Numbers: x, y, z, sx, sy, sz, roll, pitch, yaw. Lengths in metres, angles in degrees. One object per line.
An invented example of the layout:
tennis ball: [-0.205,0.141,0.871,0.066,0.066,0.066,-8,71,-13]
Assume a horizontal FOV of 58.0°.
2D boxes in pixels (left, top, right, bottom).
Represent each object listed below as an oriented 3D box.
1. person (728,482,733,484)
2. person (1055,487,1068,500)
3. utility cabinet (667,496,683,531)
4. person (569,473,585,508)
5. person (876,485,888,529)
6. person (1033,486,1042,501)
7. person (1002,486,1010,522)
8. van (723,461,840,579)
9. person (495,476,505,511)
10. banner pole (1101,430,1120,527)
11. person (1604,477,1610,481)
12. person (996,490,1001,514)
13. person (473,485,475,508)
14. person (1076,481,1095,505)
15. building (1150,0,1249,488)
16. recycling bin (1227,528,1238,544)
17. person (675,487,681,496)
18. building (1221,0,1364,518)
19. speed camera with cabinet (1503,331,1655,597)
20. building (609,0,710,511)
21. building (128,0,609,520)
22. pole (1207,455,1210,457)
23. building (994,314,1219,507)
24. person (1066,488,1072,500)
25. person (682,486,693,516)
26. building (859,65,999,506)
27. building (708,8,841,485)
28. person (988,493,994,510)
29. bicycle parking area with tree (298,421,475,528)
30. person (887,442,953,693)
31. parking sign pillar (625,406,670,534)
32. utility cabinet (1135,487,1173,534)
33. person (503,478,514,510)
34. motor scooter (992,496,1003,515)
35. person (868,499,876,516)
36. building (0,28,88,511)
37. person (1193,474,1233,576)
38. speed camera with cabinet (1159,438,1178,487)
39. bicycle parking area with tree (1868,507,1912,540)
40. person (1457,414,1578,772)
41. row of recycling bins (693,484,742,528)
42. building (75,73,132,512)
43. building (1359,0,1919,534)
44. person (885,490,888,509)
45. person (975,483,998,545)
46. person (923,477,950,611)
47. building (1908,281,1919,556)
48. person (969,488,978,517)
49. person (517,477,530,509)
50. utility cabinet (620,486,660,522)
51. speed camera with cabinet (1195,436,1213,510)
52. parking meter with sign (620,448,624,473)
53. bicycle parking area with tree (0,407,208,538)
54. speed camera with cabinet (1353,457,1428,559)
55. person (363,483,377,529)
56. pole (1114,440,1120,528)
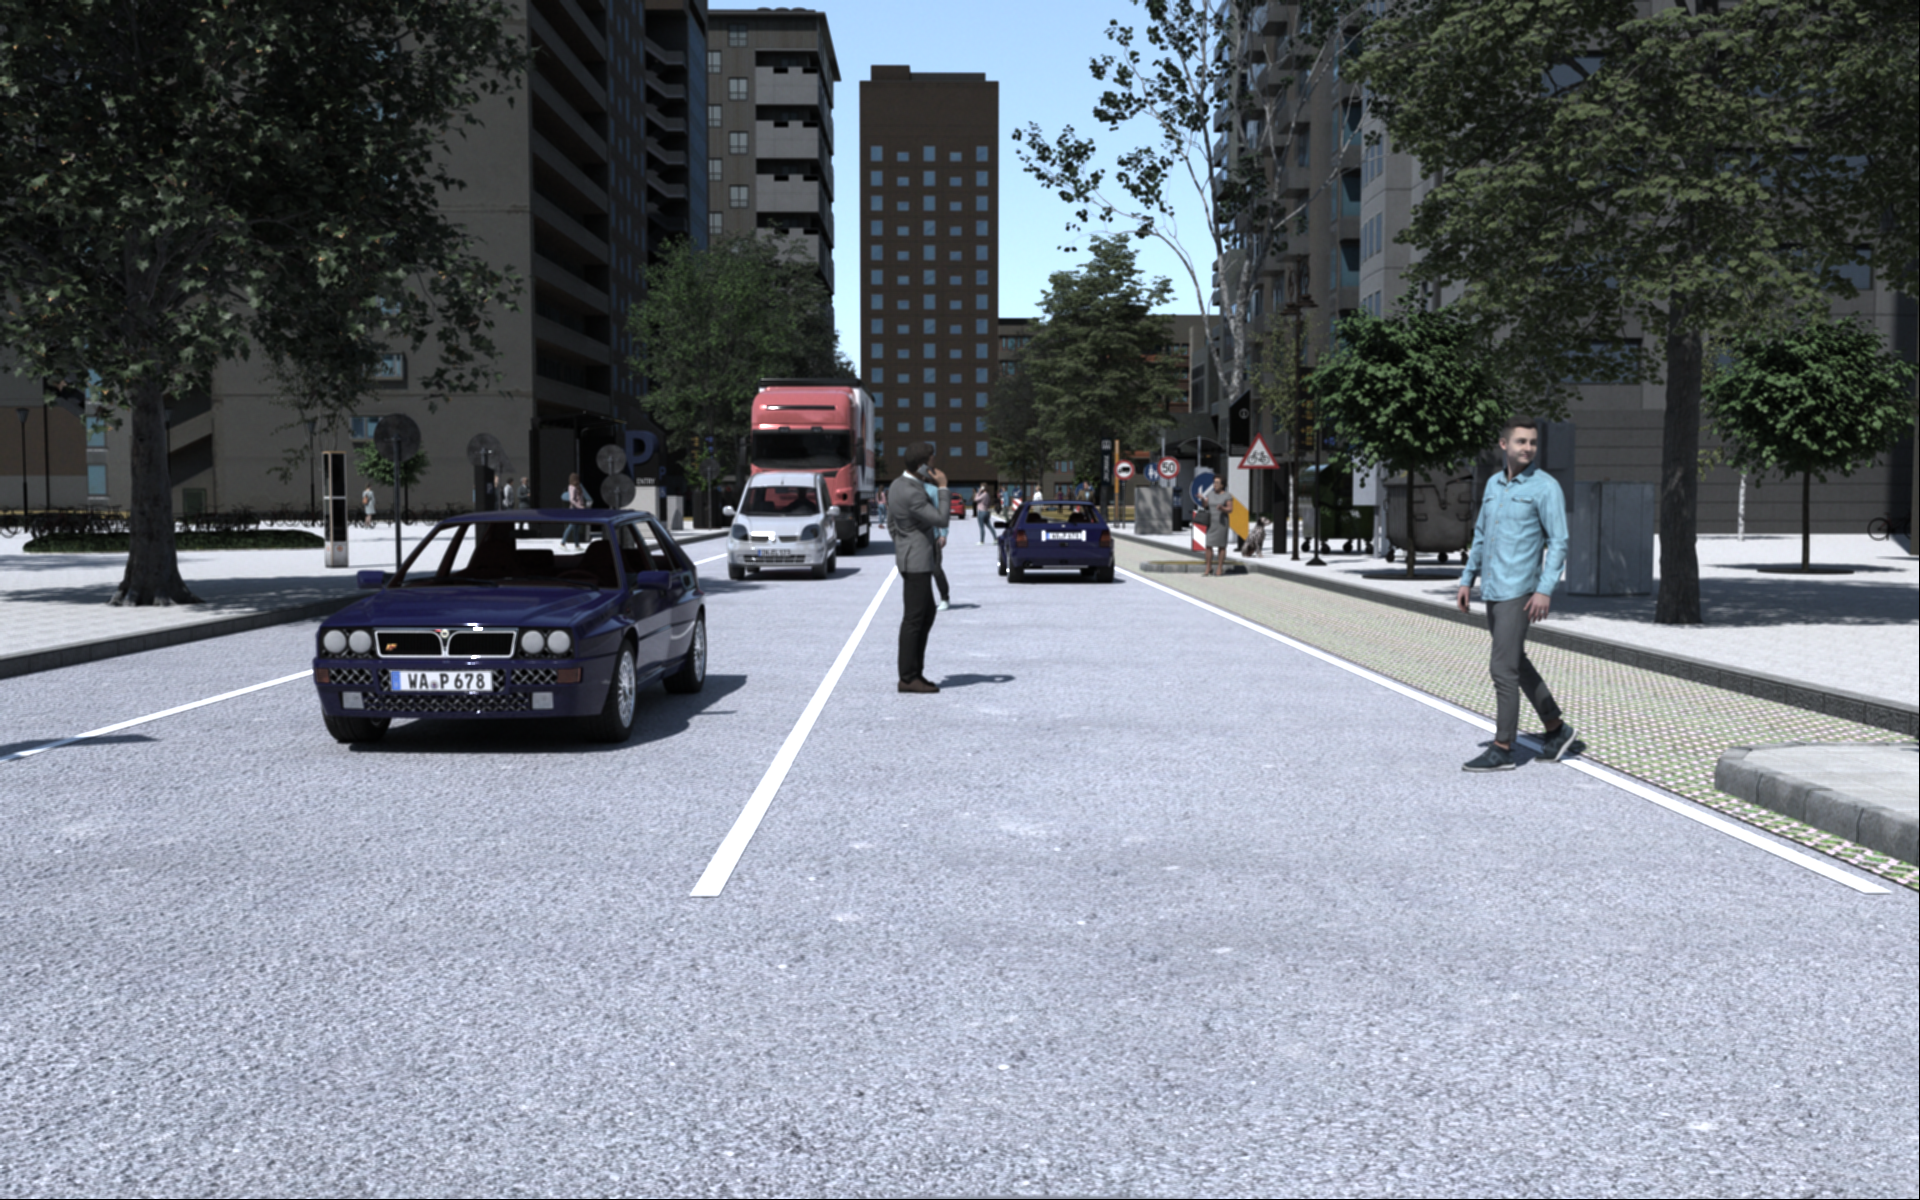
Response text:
person: [-9.746,-4.099,73.414,0.721,1.781,0.623,1,4,12]
person: [6.663,-6.552,113.849,1.217,1.739,0.721,-3,5,-45]
utility cabinet: [-10.167,-3.060,61.186,0.306,1.237,1.020,-3,5,-43]
person: [-8.729,-1.979,38.997,0.643,1.750,0.593,-1,4,-16]
person: [-3.227,-3.887,72.065,0.555,1.821,0.388,2,4,30]
person: [3.412,-4.048,74.906,0.641,1.798,0.478,-2,4,-24]
person: [2.010,-3.979,73.894,0.444,1.785,0.601,1,4,18]
van: [-3.083,-1.431,30.412,2.013,2.044,4.112,0,4,-1]
person: [-12.407,-2.427,46.142,0.534,1.772,0.576,3,4,38]
banner pole: [5.818,-4.720,67.196,0.863,3.779,0.401,-2,4,-24]
person: [20.321,-2.962,54.591,0.709,1.813,0.853,1,4,22]
person: [2.923,-7.179,126.602,0.721,1.743,1.217,0,4,4]
person: [-22.426,-4.536,80.550,0.444,1.785,0.601,2,4,34]
person: [3.755,-2.694,52.459,0.836,1.842,0.656,3,5,41]
building: [27.519,-49.989,129.992,22.319,86.520,31.000,0,4,-1]
recycling bin: [6.875,-1.989,45.078,0.722,1.027,0.722,2,4,27]
person: [-17.297,-6.128,106.950,0.721,1.743,1.217,-1,4,-20]
building: [28.430,-29.367,99.757,23.786,49.044,30.456,0,4,-1]
speed camera with cabinet: [7.738,-1.669,21.622,2.038,3.252,0.660,-2,4,-26]
building: [-28.188,-29.938,139.594,14.200,45.320,14.600,0,4,-1]
building: [-31.580,-28.738,93.567,21.300,48.544,21.600,0,4,-1]
pole: [9.760,-4.552,68.276,0.158,3.312,0.155,0,3,0]
building: [18.261,-21.184,191.397,28.899,21.520,27.650,0,4,-1]
person: [8.534,-7.929,136.214,0.750,1.759,0.617,2,4,26]
person: [-15.967,-5.808,101.725,1.217,1.743,0.721,1,4,12]
building: [-3.221,-32.688,184.559,14.200,45.320,14.600,0,4,-1]
building: [-25.355,-36.771,190.440,27.495,52.752,28.713,0,4,-1]
person: [2.474,-9.171,158.586,1.348,1.807,0.705,2,4,24]
bicycle parking area with tree: [-24.074,-5.066,69.826,9.016,4.147,8.231,3,4,38]
person: [-0.294,-0.236,12.536,0.473,1.802,0.592,0,4,-2]
parking sign pillar: [-9.620,-3.947,52.998,1.447,3.967,1.447,2,4,28]
utility cabinet: [6.162,-2.842,55.143,1.173,1.500,0.318,-1,4,-14]
person: [-15.480,-3.254,59.096,0.795,1.843,0.661,0,4,-7]
motor scooter: [2.652,-6.586,120.457,0.815,1.314,1.986,0,4,0]
person: [-5.618,-6.238,111.435,0.436,1.711,0.756,-2,4,-30]
building: [-73.038,-29.913,139.189,14.200,45.320,14.600,0,4,-1]
person: [4.344,-1.292,29.989,0.716,1.782,0.532,2,4,33]
speed camera with cabinet: [7.294,-4.045,60.478,0.660,3.252,2.038,0,4,6]
bicycle parking area with tree: [29.476,-3.549,45.022,9.016,4.147,8.231,0,4,4]
person: [2.961,-0.041,9.030,0.748,1.841,0.638,-1,4,-11]
row of recycling bins: [-9.479,-3.690,67.449,1.069,1.692,3.534,1,4,15]
building: [-50.658,-31.497,134.589,30.456,49.044,23.786,0,4,-1]
building: [26.840,-32.156,67.753,21.231,58.520,28.212,0,4,-1]
person: [-5.511,-7.480,131.347,0.990,1.755,0.434,3,4,38]
person: [0.753,-2.415,48.580,0.643,1.750,0.593,2,4,25]
person: [-0.385,-0.781,21.287,0.660,1.820,0.620,2,4,29]
building: [32.013,-22.854,28.284,28.867,44.769,22.147,0,4,-1]
person: [0.901,-6.060,107.595,0.705,1.823,1.348,-2,4,-24]
person: [-13.345,-2.889,53.454,0.590,1.801,0.661,2,4,23]
utility cabinet: [-9.189,-2.500,49.552,1.173,1.500,0.318,1,4,13]
speed camera with cabinet: [8.300,-3.909,58.255,0.660,3.252,2.038,0,4,2]
parking meter with sign: [-12.065,-4.246,65.691,1.738,3.016,0.543,1,4,10]
bicycle parking area with tree: [-28.788,-4.342,57.997,8.231,4.147,9.016,1,4,20]
speed camera with cabinet: [8.691,-2.479,34.866,2.038,3.252,0.660,-3,5,-45]
person: [-21.565,-3.434,63.187,0.512,1.701,0.522,1,4,17]
pole: [5.921,-4.368,65.256,0.158,3.312,0.155,0,3,0]
